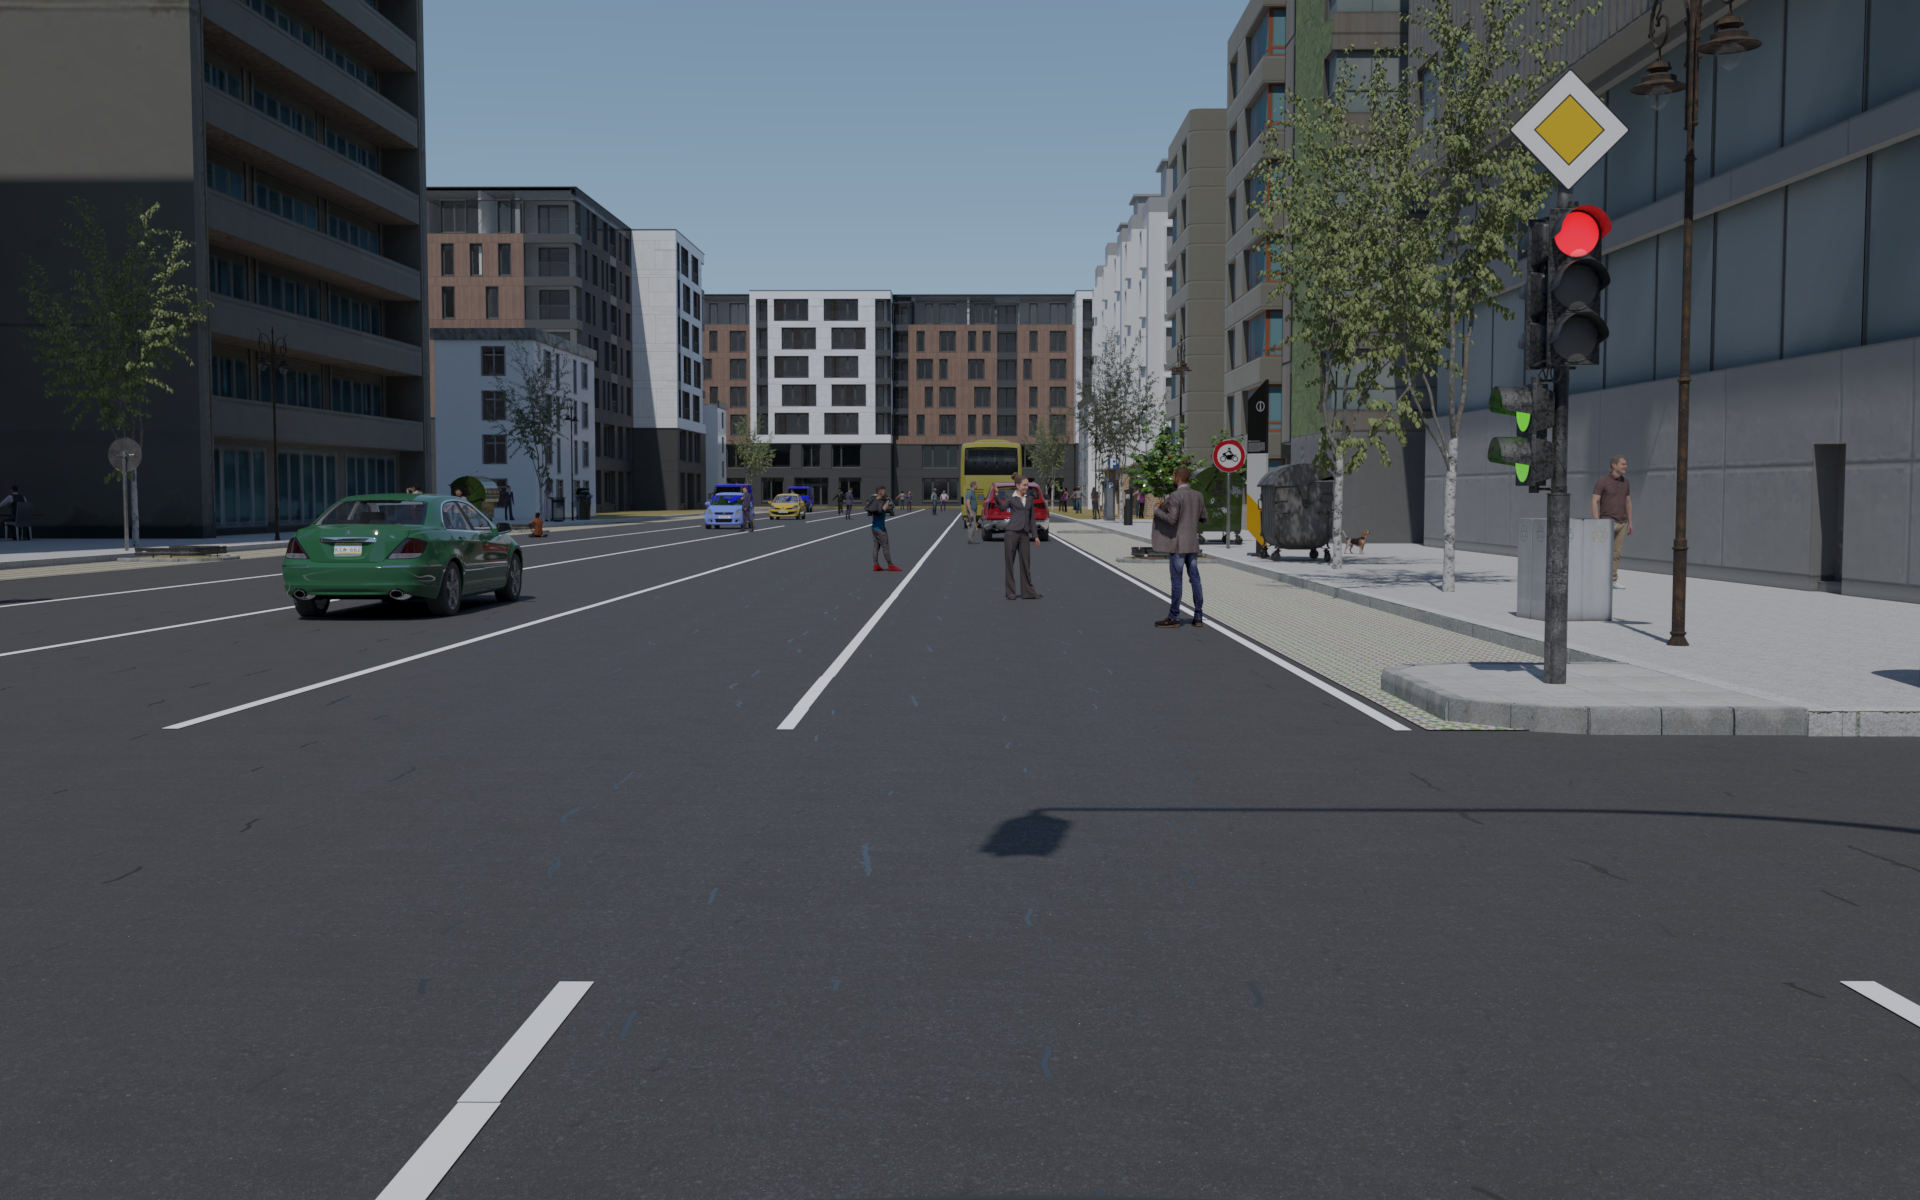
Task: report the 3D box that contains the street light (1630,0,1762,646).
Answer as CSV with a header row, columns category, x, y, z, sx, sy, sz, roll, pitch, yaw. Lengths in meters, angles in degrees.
category,x,y,z,sx,sy,sz,roll,pitch,yaw
street light,6.085,-2.551,14.503,0.468,5.910,1.993,0,4,1

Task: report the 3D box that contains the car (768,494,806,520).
category,x,y,z,sx,sy,sz,roll,pitch,yaw
car,-9.731,-5.348,97.666,2.015,1.641,3.980,0,4,2

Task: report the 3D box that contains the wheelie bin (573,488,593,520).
category,x,y,z,sx,sy,sz,roll,pitch,yaw
wheelie bin,-18.678,-4.778,86.026,0.980,1.594,0.693,-2,4,-34

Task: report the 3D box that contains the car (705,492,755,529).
category,x,y,z,sx,sy,sz,roll,pitch,yaw
car,-9.568,-3.817,71.993,1.945,1.707,3.694,0,4,0

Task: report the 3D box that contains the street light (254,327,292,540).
category,x,y,z,sx,sy,sz,roll,pitch,yaw
street light,-18.972,-4.598,47.960,0.468,5.910,1.993,0,4,1

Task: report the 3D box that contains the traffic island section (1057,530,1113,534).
category,x,y,z,sx,sy,sz,roll,pitch,yaw
traffic island section,4.556,-2.482,63.444,1.991,0.108,1.994,0,4,1

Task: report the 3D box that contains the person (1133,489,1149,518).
category,x,y,z,sx,sy,sz,roll,pitch,yaw
person,9.552,-5.232,92.303,1.217,1.736,0.721,1,4,14

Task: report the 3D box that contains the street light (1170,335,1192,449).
category,x,y,z,sx,sy,sz,roll,pitch,yaw
street light,6.427,-4.751,50.466,0.468,5.910,1.993,0,4,1

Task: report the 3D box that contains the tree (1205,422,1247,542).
category,x,y,z,sx,sy,sz,roll,pitch,yaw
tree,7.030,-3.184,46.658,1.663,3.219,1.824,0,3,0

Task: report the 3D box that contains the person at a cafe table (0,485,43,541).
category,x,y,z,sx,sy,sz,roll,pitch,yaw
person at a cafe table,-26.166,-2.393,47.644,1.622,1.524,1.698,2,4,31

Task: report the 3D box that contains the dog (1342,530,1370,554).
category,x,y,z,sx,sy,sz,roll,pitch,yaw
dog,8.470,-1.237,37.063,0.540,0.507,0.406,0,4,5

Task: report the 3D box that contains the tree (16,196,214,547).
category,x,y,z,sx,sy,sz,roll,pitch,yaw
tree,-20.379,-5.605,42.011,4.737,8.622,4.395,0,3,0

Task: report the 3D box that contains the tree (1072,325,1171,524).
category,x,y,z,sx,sy,sz,roll,pitch,yaw
tree,7.023,-7.621,74.959,4.360,8.622,3.978,0,3,0

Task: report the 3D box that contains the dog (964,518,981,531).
category,x,y,z,sx,sy,sz,roll,pitch,yaw
dog,0.479,-2.914,66.931,0.540,0.507,0.406,-2,4,-32

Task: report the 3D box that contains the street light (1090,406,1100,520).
category,x,y,z,sx,sy,sz,roll,pitch,yaw
street light,6.747,-6.925,86.017,0.468,5.910,1.993,0,4,1

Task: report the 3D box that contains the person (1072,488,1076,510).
category,x,y,z,sx,sy,sz,roll,pitch,yaw
person,9.104,-8.098,139.157,0.721,1.736,1.217,2,4,26

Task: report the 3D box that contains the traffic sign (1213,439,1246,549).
category,x,y,z,sx,sy,sz,roll,pitch,yaw
traffic sign,6.281,-2.471,40.504,0.768,2.556,0.104,0,4,3

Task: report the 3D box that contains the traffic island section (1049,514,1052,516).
category,x,y,z,sx,sy,sz,roll,pitch,yaw
traffic island section,5.060,-5.607,114.536,1.991,0.108,1.994,0,4,1

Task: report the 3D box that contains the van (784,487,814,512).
category,x,y,z,sx,sy,sz,roll,pitch,yaw
van,-12.817,-8.184,138.199,2.240,2.365,5.245,0,4,-1

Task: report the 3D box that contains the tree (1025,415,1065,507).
category,x,y,z,sx,sy,sz,roll,pitch,yaw
tree,8.060,-12.865,160.699,4.737,8.622,4.395,0,3,0

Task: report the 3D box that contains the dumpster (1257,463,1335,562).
category,x,y,z,sx,sy,sz,roll,pitch,yaw
dumpster,6.498,-1.693,33.443,1.264,1.857,1.865,0,4,1

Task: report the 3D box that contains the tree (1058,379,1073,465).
category,x,y,z,sx,sy,sz,roll,pitch,yaw
tree,7.884,-8.857,95.167,4.360,8.622,3.978,0,3,0

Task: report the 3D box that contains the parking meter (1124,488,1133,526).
category,x,y,z,sx,sy,sz,roll,pitch,yaw
parking meter,6.878,-3.815,70.786,0.372,1.533,0.369,0,3,0

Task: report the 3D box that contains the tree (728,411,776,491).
category,x,y,z,sx,sy,sz,roll,pitch,yaw
tree,-18.550,-12.466,154.185,4.737,8.622,4.395,0,3,0

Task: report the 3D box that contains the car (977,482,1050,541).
category,x,y,z,sx,sy,sz,roll,pitch,yaw
car,1.692,-2.781,54.144,2.281,1.827,5.304,0,3,0

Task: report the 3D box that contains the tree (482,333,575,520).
category,x,y,z,sx,sy,sz,roll,pitch,yaw
tree,-19.249,-7.840,78.551,4.360,8.622,3.978,0,3,0

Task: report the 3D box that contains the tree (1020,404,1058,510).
category,x,y,z,sx,sy,sz,roll,pitch,yaw
tree,7.162,-11.425,137.158,4.360,8.622,3.978,0,3,0

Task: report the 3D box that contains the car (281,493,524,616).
category,x,y,z,sx,sy,sz,roll,pitch,yaw
car,-6.843,-0.607,21.727,2.131,1.459,4.920,0,4,0

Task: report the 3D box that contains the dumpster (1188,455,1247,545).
category,x,y,z,sx,sy,sz,roll,pitch,yaw
dumpster,6.489,-2.557,44.293,1.502,2.255,1.985,0,4,1

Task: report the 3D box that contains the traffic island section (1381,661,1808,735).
category,x,y,z,sx,sy,sz,roll,pitch,yaw
traffic island section,4.056,0.644,11.747,2.009,0.180,2.903,0,4,1

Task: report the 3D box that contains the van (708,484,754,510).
category,x,y,z,sx,sy,sz,roll,pitch,yaw
van,-13.569,-6.029,102.963,2.240,2.365,5.245,0,4,1

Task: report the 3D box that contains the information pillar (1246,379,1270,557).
category,x,y,z,sx,sy,sz,roll,pitch,yaw
information pillar,6.102,-2.697,35.448,0.183,3.616,0.504,-3,5,-43

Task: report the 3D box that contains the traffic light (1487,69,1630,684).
category,x,y,z,sx,sy,sz,roll,pitch,yaw
traffic light,4.016,-1.389,11.633,0.839,4.253,0.868,0,4,1

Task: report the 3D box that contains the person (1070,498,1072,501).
category,x,y,z,sx,sy,sz,roll,pitch,yaw
person,9.614,-8.215,143.616,1.065,1.426,0.557,2,4,25

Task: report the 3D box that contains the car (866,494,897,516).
category,x,y,z,sx,sy,sz,roll,pitch,yaw
car,-5.203,-6.387,114.217,2.009,1.686,4.222,0,4,-1

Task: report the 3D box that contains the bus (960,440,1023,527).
category,x,y,z,sx,sy,sz,roll,pitch,yaw
bus,1.419,-5.243,77.265,2.896,3.916,12.252,0,4,1

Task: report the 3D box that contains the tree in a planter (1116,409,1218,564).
category,x,y,z,sx,sy,sz,roll,pitch,yaw
tree in a planter,4.292,-2.391,36.315,1.991,3.239,1.994,0,4,1

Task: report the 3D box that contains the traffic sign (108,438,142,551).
category,x,y,z,sx,sy,sz,roll,pitch,yaw
traffic sign,-18.851,-2.385,39.108,0.768,2.556,0.104,0,4,2

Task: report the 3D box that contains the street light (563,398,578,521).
category,x,y,z,sx,sy,sz,roll,pitch,yaw
street light,-18.693,-6.767,83.423,0.468,5.910,1.993,0,4,1

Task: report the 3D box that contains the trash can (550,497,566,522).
category,x,y,z,sx,sy,sz,roll,pitch,yaw
trash can,-18.534,-4.173,79.881,0.748,1.137,0.748,0,3,0

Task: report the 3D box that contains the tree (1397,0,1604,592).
category,x,y,z,sx,sy,sz,roll,pitch,yaw
tree,6.286,-4.423,22.686,4.737,8.622,4.395,0,3,0

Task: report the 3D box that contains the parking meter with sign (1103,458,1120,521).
category,x,y,z,sx,sy,sz,roll,pitch,yaw
parking meter with sign,7.233,-5.331,83.430,0.543,3.016,1.738,0,4,-7

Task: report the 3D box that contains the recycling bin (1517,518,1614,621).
category,x,y,z,sx,sy,sz,roll,pitch,yaw
recycling bin,6.207,-0.319,17.777,0.722,1.027,0.722,0,4,-8

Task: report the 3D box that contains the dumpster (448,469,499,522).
category,x,y,z,sx,sy,sz,roll,pitch,yaw
dumpster,-18.831,-3.946,67.012,1.502,2.255,1.985,0,4,0
